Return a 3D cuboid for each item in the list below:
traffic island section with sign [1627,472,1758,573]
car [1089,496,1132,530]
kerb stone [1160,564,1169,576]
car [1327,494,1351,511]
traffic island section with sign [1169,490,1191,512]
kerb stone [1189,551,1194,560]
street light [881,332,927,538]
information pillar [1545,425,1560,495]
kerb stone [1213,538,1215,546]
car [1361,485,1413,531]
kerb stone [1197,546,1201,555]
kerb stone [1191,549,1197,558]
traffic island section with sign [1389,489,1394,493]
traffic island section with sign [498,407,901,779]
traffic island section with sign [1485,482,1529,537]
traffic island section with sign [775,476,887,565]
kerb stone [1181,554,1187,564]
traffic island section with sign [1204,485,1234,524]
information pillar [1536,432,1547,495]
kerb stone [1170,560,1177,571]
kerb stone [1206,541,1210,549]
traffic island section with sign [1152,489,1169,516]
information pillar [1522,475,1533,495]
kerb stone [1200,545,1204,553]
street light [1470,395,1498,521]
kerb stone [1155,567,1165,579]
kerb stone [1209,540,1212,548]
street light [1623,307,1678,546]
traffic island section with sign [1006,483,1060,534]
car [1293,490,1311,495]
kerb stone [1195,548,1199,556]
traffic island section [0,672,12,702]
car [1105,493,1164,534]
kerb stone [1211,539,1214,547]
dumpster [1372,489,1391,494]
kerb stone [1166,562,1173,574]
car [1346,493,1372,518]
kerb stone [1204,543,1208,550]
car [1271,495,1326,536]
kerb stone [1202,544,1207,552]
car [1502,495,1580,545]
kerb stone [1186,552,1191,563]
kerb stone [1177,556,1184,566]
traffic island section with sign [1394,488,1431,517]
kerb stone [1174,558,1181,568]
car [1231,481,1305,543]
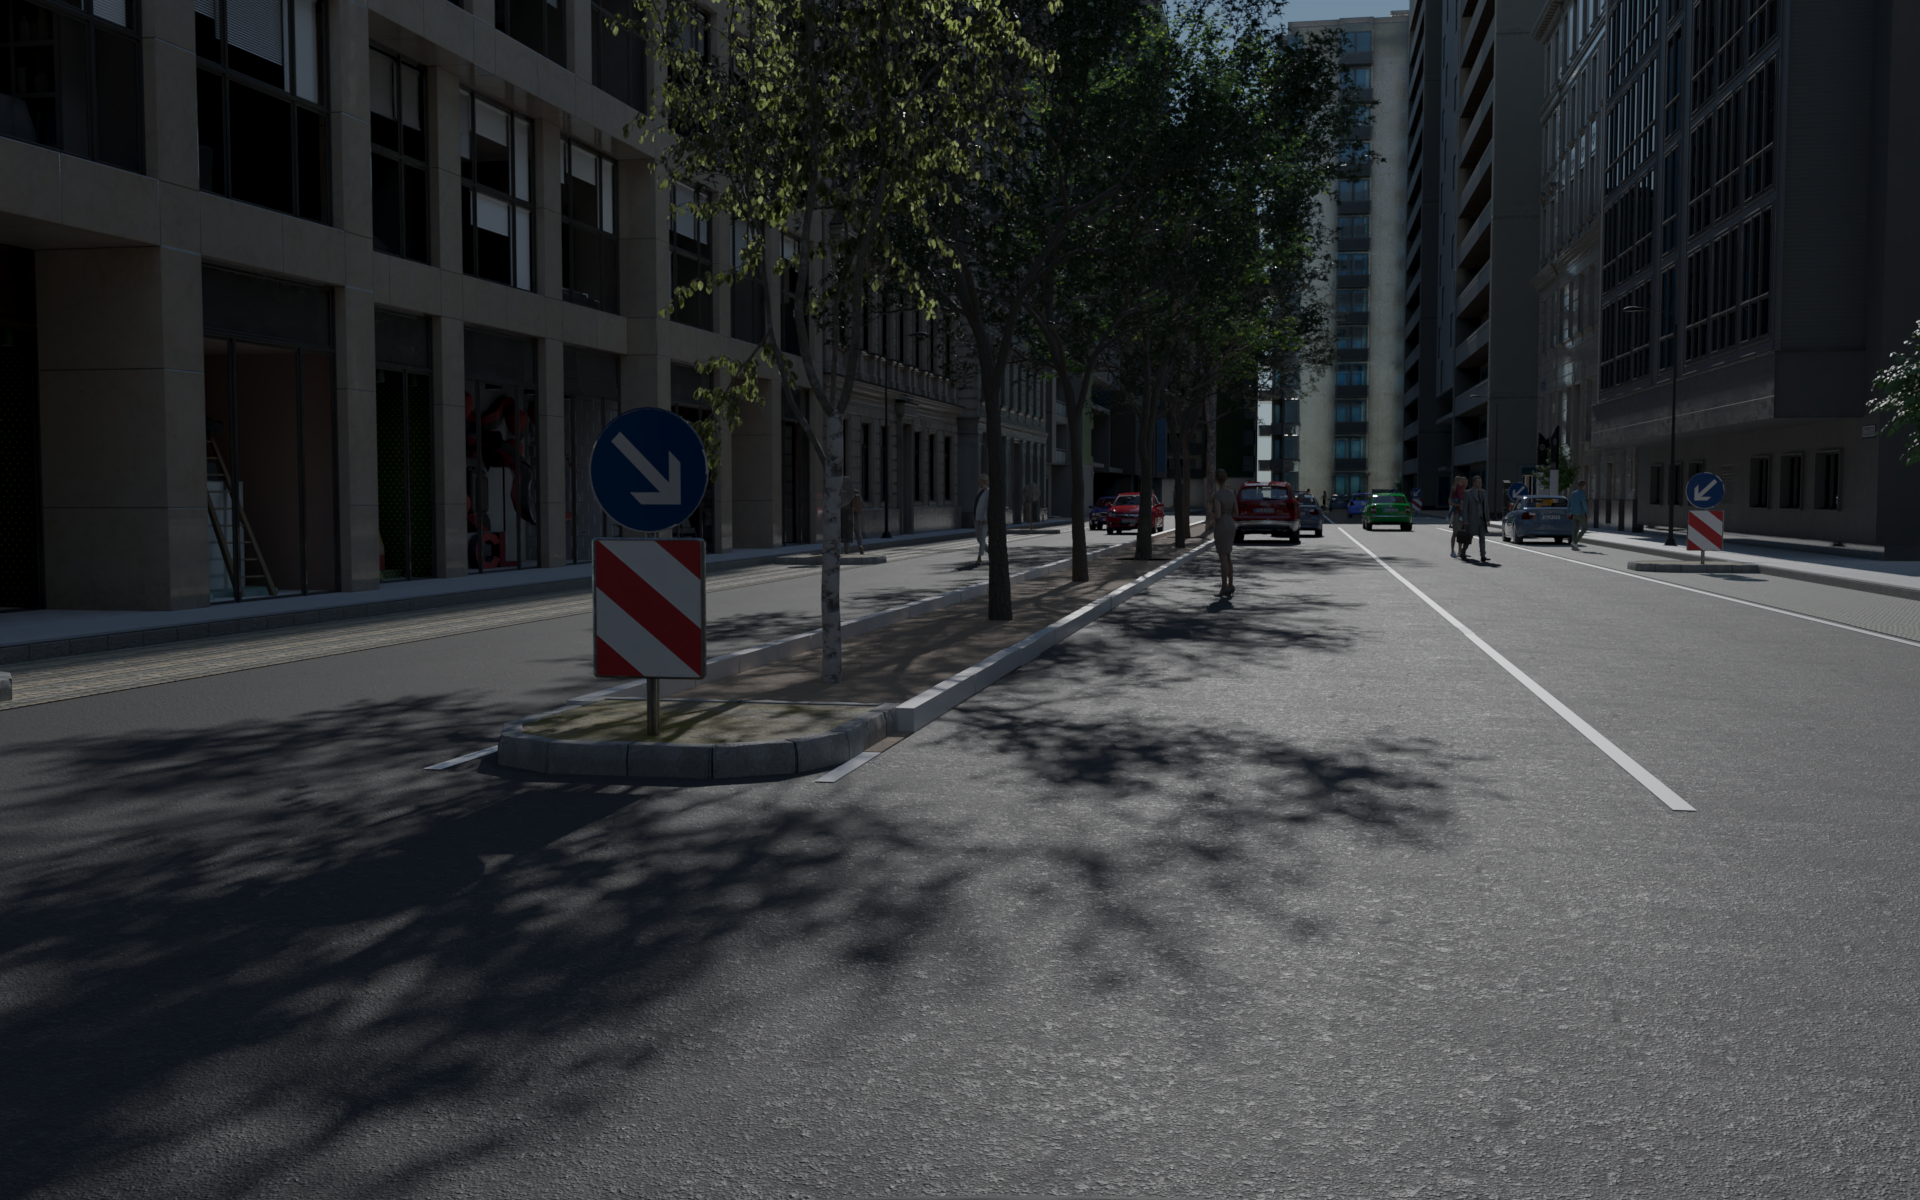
[{"bbox_3d":[13.554,-1.442,32.203,1.989,1.847,2.006,1,4,11],"label":"traffic island section with sign"},{"bbox_3d":[6.257,-3.536,70.388,1.945,1.354,3.894,1,4,11],"label":"car"},{"bbox_3d":[3.485,-0.478,30.009,0.120,0.150,1.000,1,4,11],"label":"kerb stone"},{"bbox_3d":[31.673,-8.102,144.467,2.014,1.417,4.499,1,4,12],"label":"car"},{"bbox_3d":[17.398,-7.934,138.347,1.989,1.847,2.006,1,4,11],"label":"traffic island section with sign"},{"bbox_3d":[4.860,-0.905,37.045,0.120,0.150,1.000,1,4,11],"label":"kerb stone"},{"bbox_3d":[-1.602,-4.733,49.933,1.470,5.913,1.316,1,4,11],"label":"street light"},{"bbox_3d":[20.339,-4.153,59.263,0.183,3.616,0.504,0,4,-6],"label":"information pillar"},{"bbox_3d":[6.824,-1.521,47.122,0.120,0.150,1.000,1,4,11],"label":"kerb stone"},{"bbox_3d":[17.078,-3.699,69.277,1.959,1.807,4.718,1,4,10],"label":"car"},{"bbox_3d":[5.438,-1.093,40.068,0.120,0.150,1.000,1,4,11],"label":"kerb stone"},{"bbox_3d":[5.055,-0.967,38.049,0.120,0.150,1.000,1,4,11],"label":"kerb stone"},{"bbox_3d":[33.470,-7.692,134.398,1.989,1.847,2.006,1,4,11],"label":"traffic island section with sign"},{"bbox_3d":[-1.513,-0.097,9.722,2.006,1.907,1.989,1,4,11],"label":"traffic island section with sign"},{"bbox_3d":[18.704,-3.060,58.663,1.989,1.847,2.006,1,4,11],"label":"traffic island section with sign"},{"bbox_3d":[-2.588,-1.658,35.732,1.989,1.847,2.006,1,4,11],"label":"traffic island section with sign"},{"bbox_3d":[4.455,-0.785,35.031,0.120,0.150,1.000,1,4,11],"label":"kerb stone"},{"bbox_3d":[12.848,-4.608,83.481,2.006,1.907,1.989,1,4,11],"label":"traffic island section with sign"},{"bbox_3d":[22.159,-4.554,65.817,0.504,3.616,0.183,-1,4,-15],"label":"information pillar"},{"bbox_3d":[3.874,-0.601,32.019,0.120,0.150,1.000,1,4,11],"label":"kerb stone"},{"bbox_3d":[6.224,-1.340,44.099,0.120,0.150,1.000,1,4,11],"label":"kerb stone"},{"bbox_3d":[12.242,-6.316,111.888,1.989,1.847,2.006,1,4,11],"label":"traffic island section with sign"},{"bbox_3d":[21.952,-3.826,67.053,0.304,2.012,0.304,0,4,-3],"label":"information pillar"},{"bbox_3d":[5.641,-1.154,41.070,0.120,0.150,1.000,1,4,11],"label":"kerb stone"},{"bbox_3d":[24.650,-6.660,81.430,1.470,5.913,1.316,1,4,11],"label":"street light"},{"bbox_3d":[3.286,-0.416,29.006,0.120,0.150,1.000,1,4,11],"label":"kerb stone"},{"bbox_3d":[6.417,-1.401,45.103,0.120,0.150,1.000,1,4,11],"label":"kerb stone"},{"bbox_3d":[17.126,-4.307,42.968,1.470,5.913,1.316,1,4,11],"label":"street light"},{"bbox_3d":[2.565,-3.277,62.209,1.989,1.847,2.006,1,4,11],"label":"traffic island section with sign"},{"bbox_3d":[29.260,-8.628,149.740,2.281,1.827,5.304,1,4,9],"label":"car"},{"bbox_3d":[5.248,-1.028,39.059,0.120,0.150,1.000,1,4,11],"label":"kerb stone"},{"bbox_3d":[-7.699,0.673,11.273,2.009,0.180,2.903,1,4,11],"label":"traffic island section"},{"bbox_3d":[6.417,-3.317,63.277,2.155,1.783,4.494,1,4,12],"label":"car"},{"bbox_3d":[6.616,-1.462,46.121,0.120,0.150,1.000,1,4,11],"label":"kerb stone"},{"bbox_3d":[35.393,-8.370,145.064,1.865,1.857,1.264,1,4,10],"label":"dumpster"},{"bbox_3d":[3.677,-0.539,31.013,0.120,0.150,1.000,1,4,11],"label":"kerb stone"},{"bbox_3d":[24.062,-5.747,103.552,1.945,1.707,3.694,1,4,11],"label":"car"},{"bbox_3d":[6.032,-1.278,43.084,0.120,0.150,1.000,1,4,11],"label":"kerb stone"},{"bbox_3d":[11.672,-2.936,60.011,2.014,1.417,4.499,1,4,11],"label":"car"},{"bbox_3d":[5.845,-1.216,42.079,0.120,0.150,1.000,1,4,11],"label":"kerb stone"},{"bbox_3d":[16.828,-2.340,50.261,2.014,1.417,4.499,1,4,11],"label":"car"},{"bbox_3d":[4.659,-0.846,36.033,0.120,0.150,1.000,1,4,11],"label":"kerb stone"},{"bbox_3d":[4.267,-0.724,34.026,0.120,0.150,1.000,1,4,11],"label":"kerb stone"},{"bbox_3d":[28.298,-6.074,107.942,1.989,1.847,2.006,1,4,11],"label":"traffic island section with sign"},{"bbox_3d":[4.075,-0.662,33.022,0.120,0.150,1.000,1,4,11],"label":"kerb stone"},{"bbox_3d":[9.279,-2.679,52.476,2.281,1.827,5.304,1,4,11],"label":"car"}]
